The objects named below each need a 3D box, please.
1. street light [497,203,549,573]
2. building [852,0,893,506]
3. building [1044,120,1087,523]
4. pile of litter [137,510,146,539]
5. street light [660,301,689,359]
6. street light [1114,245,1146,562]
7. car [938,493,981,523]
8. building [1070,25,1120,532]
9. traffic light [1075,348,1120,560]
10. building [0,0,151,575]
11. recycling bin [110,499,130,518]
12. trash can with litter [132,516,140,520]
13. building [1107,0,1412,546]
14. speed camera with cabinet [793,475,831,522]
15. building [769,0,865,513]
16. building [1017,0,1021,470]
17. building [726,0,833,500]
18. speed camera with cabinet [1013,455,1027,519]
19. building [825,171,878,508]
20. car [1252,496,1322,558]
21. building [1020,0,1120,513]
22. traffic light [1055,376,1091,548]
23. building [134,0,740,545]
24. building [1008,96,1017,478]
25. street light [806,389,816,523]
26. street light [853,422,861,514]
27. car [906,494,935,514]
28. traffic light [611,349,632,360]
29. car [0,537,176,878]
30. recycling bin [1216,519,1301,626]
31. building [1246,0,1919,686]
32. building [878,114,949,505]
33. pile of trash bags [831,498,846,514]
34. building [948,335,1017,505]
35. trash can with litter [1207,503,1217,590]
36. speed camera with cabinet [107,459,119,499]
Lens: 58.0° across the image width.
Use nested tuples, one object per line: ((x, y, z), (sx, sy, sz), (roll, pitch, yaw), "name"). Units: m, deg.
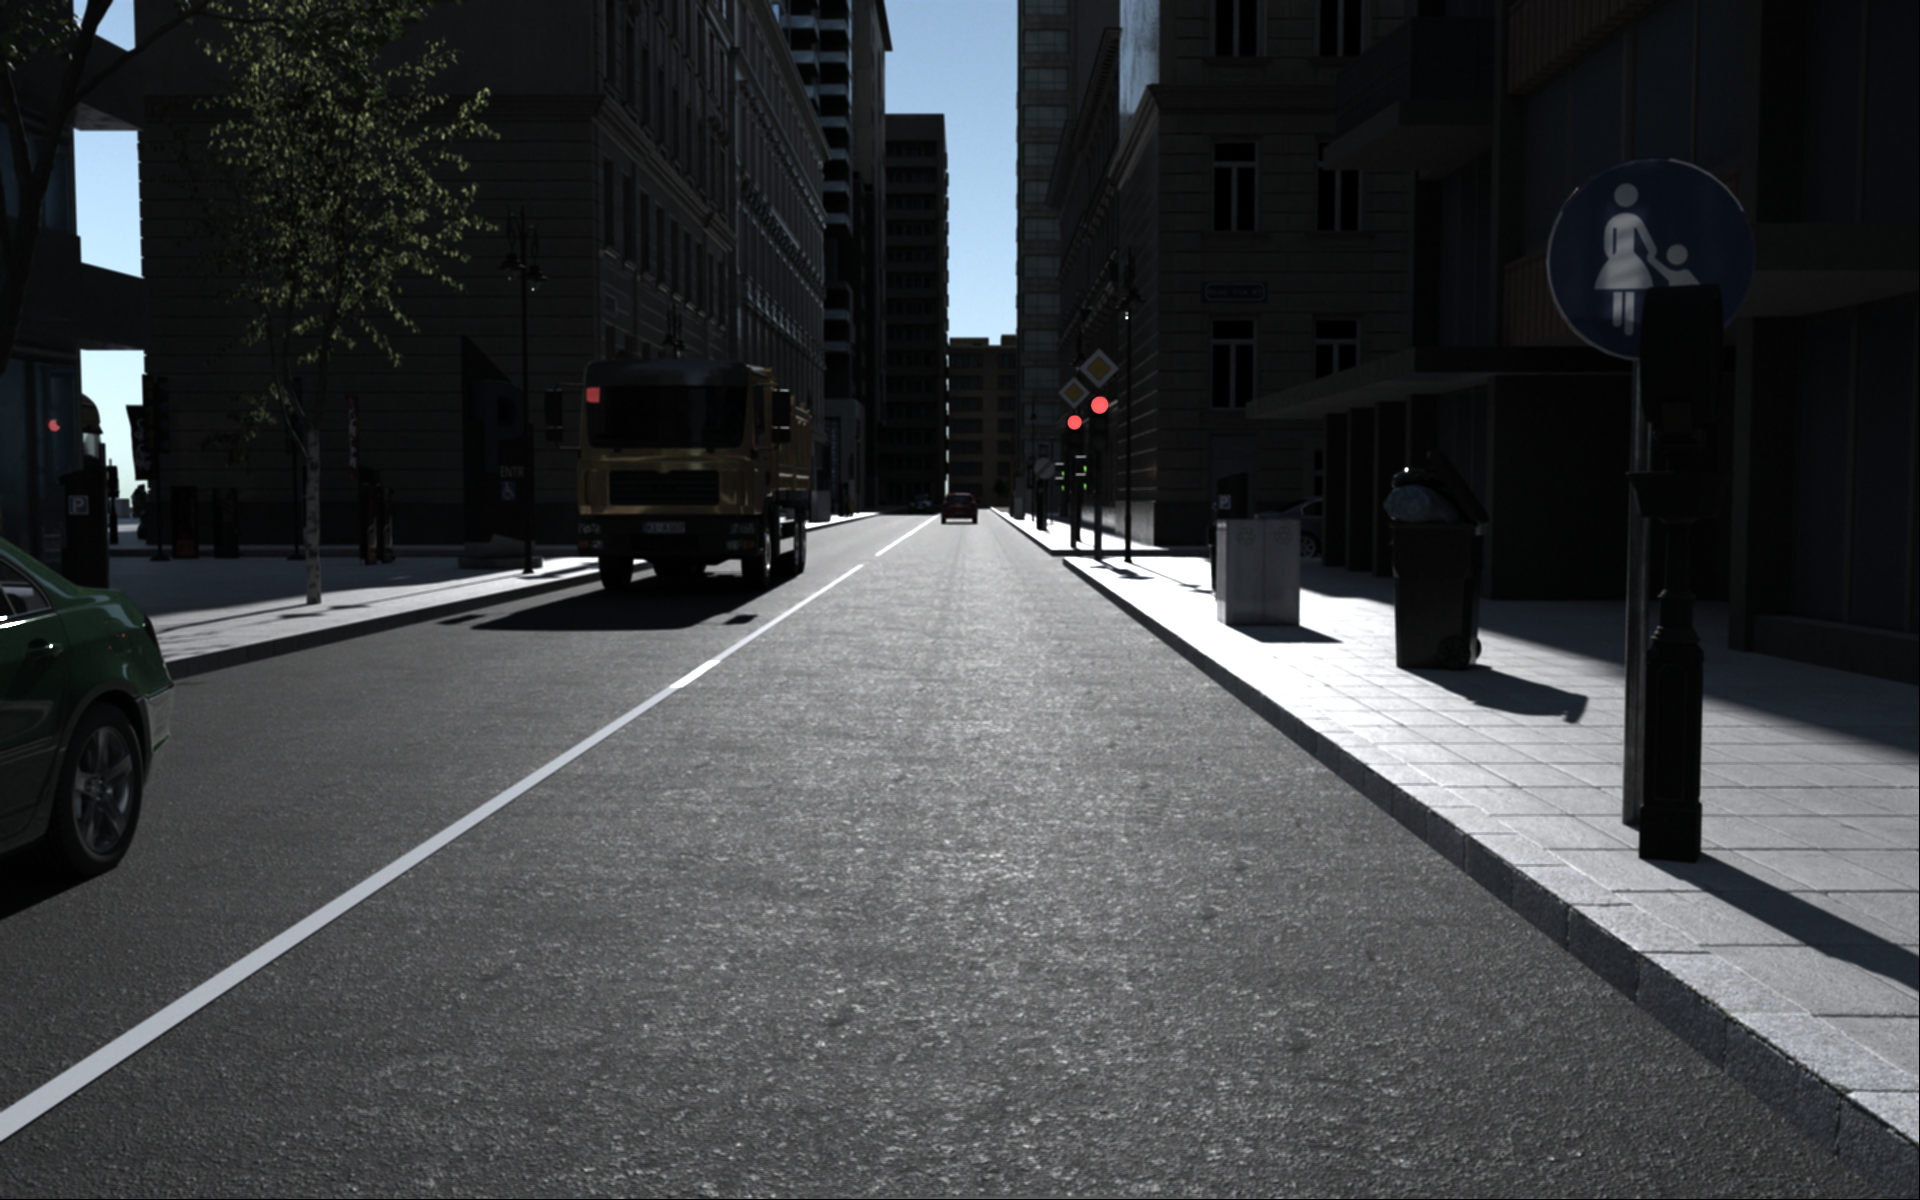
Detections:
((-6.999, -3.371, 27.901), (0.468, 5.910, 1.993), (0, 4, 0), "street light")
((-21.221, -35.932, 176.726), (27.495, 52.752, 28.713), (0, 4, 0), "building")
((10.023, -15.021, 96.507), (10.553, 20.767, 40.483), (0, 4, 0), "building")
((-23.028, -2.186, 49.707), (1.176, 0.858, 1.719), (0, 4, -3), "pile of litter")
((-6.851, -4.215, 41.703), (0.468, 5.910, 1.993), (0, 4, 0), "street light")
((3.163, -3.649, 32.446), (0.468, 5.910, 1.993), (0, 4, 0), "street light")
((-0.038, -4.709, 86.040), (2.155, 1.783, 4.494), (0, 4, 0), "car")
((9.986, -12.300, 65.732), (10.561, 19.102, 19.286), (0, 4, 0), "building")
((2.653, -2.722, 33.433), (0.839, 4.253, 0.868), (0, 4, 0), "traffic light")
((-26.968, -24.316, 17.184), (30.456, 49.044, 23.786), (0, 4, 0), "building")
((-45.026, -4.910, 92.825), (0.722, 1.027, 0.722), (0, 4, 7), "recycling bin")
((-43.041, -4.938, 91.786), (2.233, 1.210, 1.678), (-3, 5, -45), "trash can with litter")
((16.933, -15.303, 47.468), (25.104, 27.353, 12.463), (0, 4, 0), "building")
((-6.781, -5.205, 79.443), (0.660, 3.252, 2.038), (2, 4, 35), "speed camera with cabinet")
((-18.149, -50.011, 130.346), (22.319, 86.520, 31.000), (0, 4, 0), "building")
((15.312, -36.912, 145.503), (21.231, 58.520, 28.212), (0, 4, 0), "building")
((-16.622, -19.186, 90.108), (17.030, 29.872, 44.131), (0, 4, 0), "building")
((3.047, -5.794, 89.060), (0.660, 3.252, 2.038), (0, 4, -2), "speed camera with cabinet")
((-14.782, -23.416, 154.549), (14.160, 30.474, 14.107), (0, 4, 0), "building")
((8.475, -1.540, 37.182), (4.499, 1.417, 2.014), (0, 4, 0), "car")
((11.340, -26.994, 124.945), (14.154, 41.232, 14.086), (0, 4, 0), "building")
((2.701, -3.211, 41.418), (0.839, 4.253, 0.868), (0, 4, 0), "traffic light")
((-14.661, -15.758, 54.912), (12.463, 27.353, 25.104), (0, 4, 0), "building")
((16.980, -34.016, 175.768), (23.786, 49.044, 30.456), (0, 4, 0), "building")
((-6.631, -6.339, 76.426), (0.468, 5.910, 1.993), (0, 4, 0), "street light")
((-6.571, -8.470, 111.280), (0.468, 5.910, 1.993), (0, 4, 0), "street light")
((-2.811, -6.958, 123.547), (2.009, 1.686, 4.222), (0, 4, -1), "car")
((-6.509, -2.725, 33.472), (0.839, 4.253, 0.868), (0, 4, 0), "traffic light")
((-4.101, 0.406, 5.165), (2.131, 1.459, 4.920), (0, 4, -1), "car")
((2.953, -0.283, 17.187), (0.722, 1.027, 0.722), (0, 4, 0), "recycling bin")
((16.001, -22.163, 16.993), (22.147, 44.769, 28.867), (0, 4, 0), "building")
((-12.275, -35.947, 211.438), (21.600, 48.544, 21.300), (0, 4, 0), "building")
((-9.021, -6.434, 114.950), (3.447, 1.369, 1.912), (3, 5, 41), "pile of trash bags")
((13.178, -22.627, 214.994), (28.899, 21.520, 27.650), (0, 4, 0), "building")
((3.808, -0.706, 22.935), (1.055, 1.170, 0.624), (1, 4, 21), "trash can with litter")
((-48.176, -6.267, 96.801), (2.038, 3.252, 0.660), (-2, 4, -34), "speed camera with cabinet")
